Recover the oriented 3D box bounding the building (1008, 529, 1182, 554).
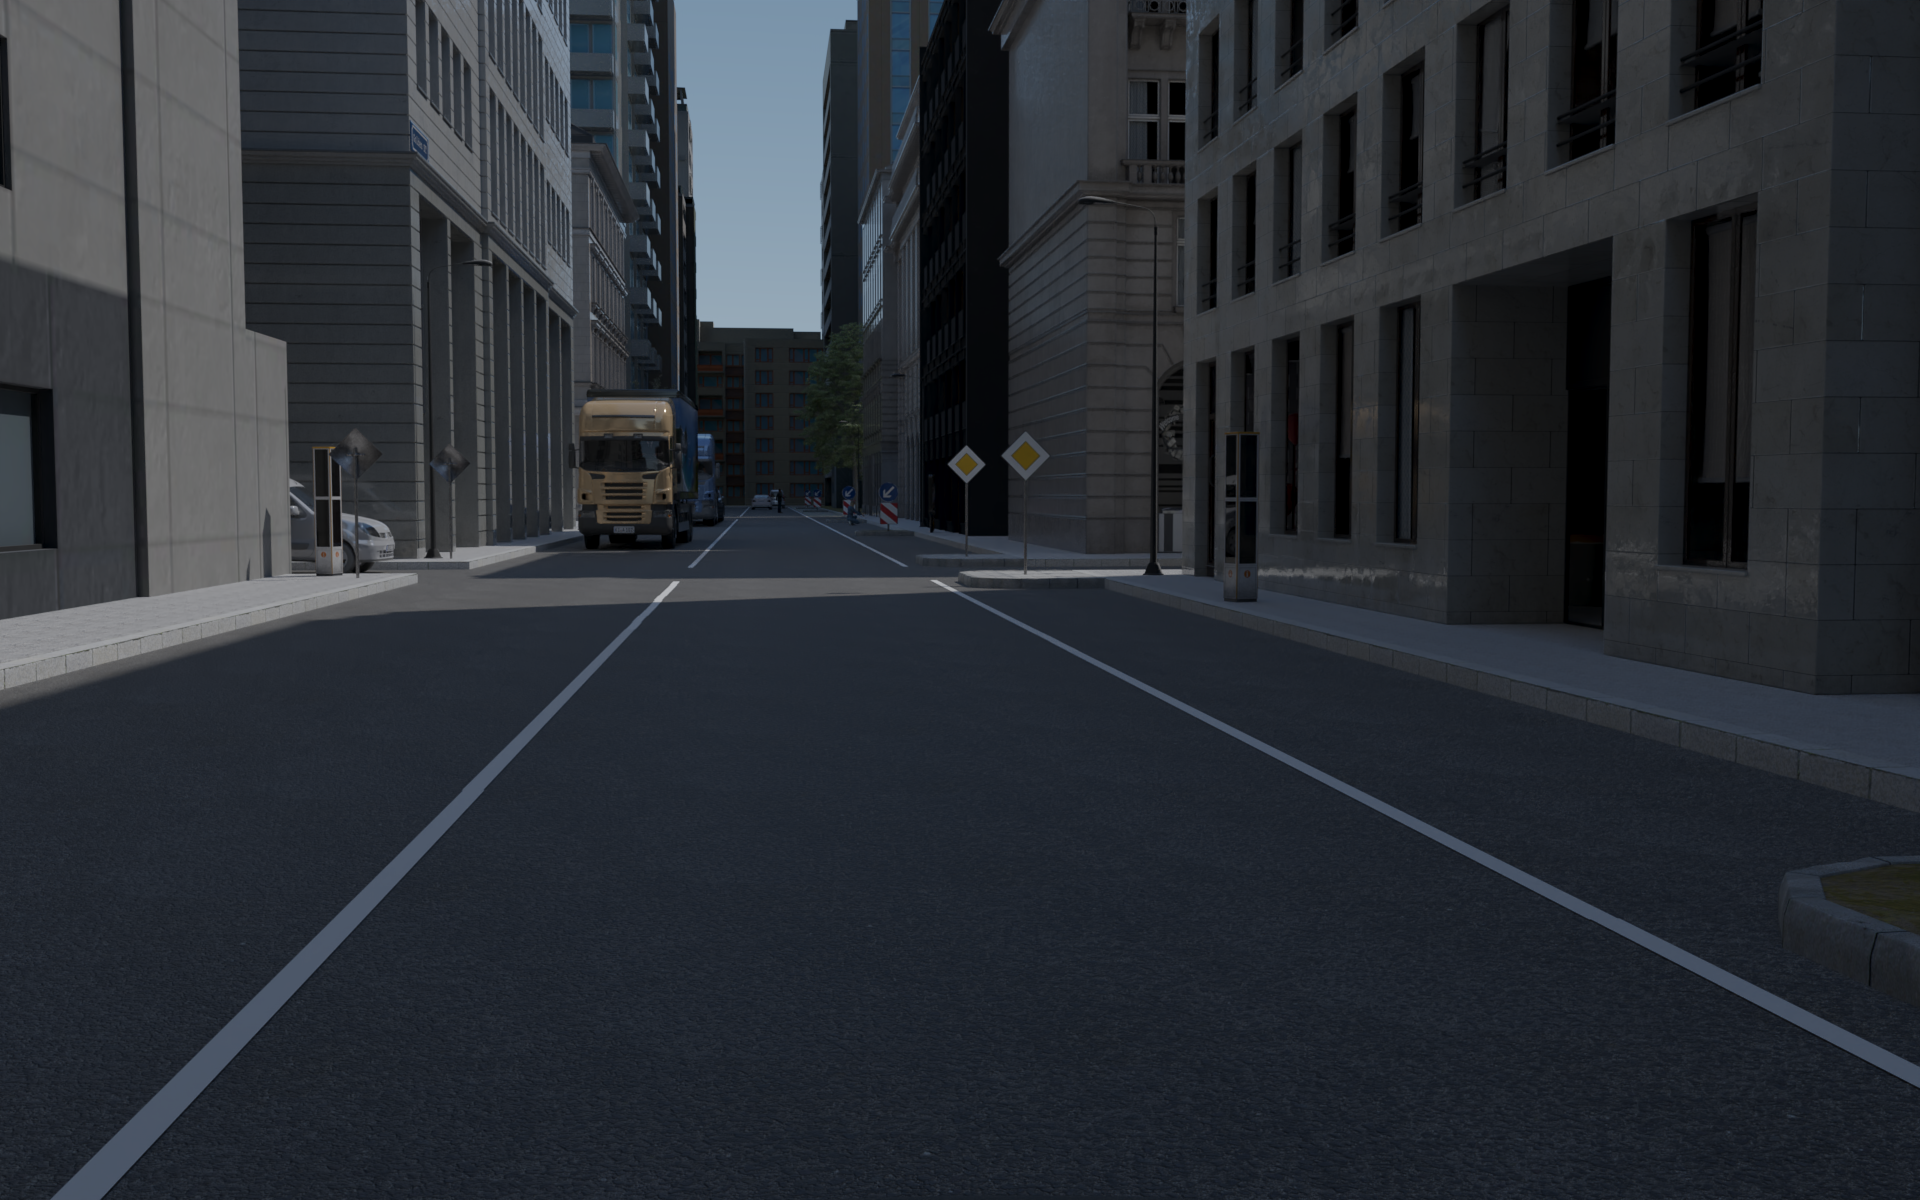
[{"bbox_3d":[13.483,-12.328,43.367,24.055,21.916,13.314,0,4,-6],"label":"building"}]

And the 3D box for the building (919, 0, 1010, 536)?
[{"bbox_3d":[5.424,-14.115,60.461,12.332,23.373,15.834,0,4,-6],"label":"building"}]

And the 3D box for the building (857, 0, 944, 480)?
[{"bbox_3d":[-0.141,-29.117,126.166,14.600,45.320,14.200,0,4,-6],"label":"building"}]

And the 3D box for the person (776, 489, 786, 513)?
[{"bbox_3d":[-13.610,-7.491,130.995,0.705,1.821,1.348,-3,4,-36],"label":"person"}]

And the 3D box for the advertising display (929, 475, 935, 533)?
[{"bbox_3d":[-0.931,-3.214,57.766,0.123,1.923,0.974,0,4,5],"label":"advertising display"}]

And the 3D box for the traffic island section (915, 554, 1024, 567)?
[{"bbox_3d":[0.154,-0.811,35.538,2.009,0.180,2.903,0,4,-6],"label":"traffic island section"}]

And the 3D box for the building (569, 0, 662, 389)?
[{"bbox_3d":[-32.900,-30.746,122.304,23.786,49.044,30.456,0,4,-6],"label":"building"}]

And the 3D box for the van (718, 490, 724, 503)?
[{"bbox_3d":[-21.962,-8.978,153.809,2.013,2.044,4.112,0,4,-8],"label":"van"}]

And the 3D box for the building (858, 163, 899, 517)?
[{"bbox_3d":[-0.609,-15.464,101.982,9.793,20.994,18.267,0,4,-6],"label":"building"}]

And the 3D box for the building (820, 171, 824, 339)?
[{"bbox_3d":[-8.962,-31.678,201.525,14.086,41.232,14.154,0,4,-6],"label":"building"}]

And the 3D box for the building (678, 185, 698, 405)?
[{"bbox_3d":[-31.727,-23.793,160.716,14.160,30.474,14.107,0,4,-6],"label":"building"}]

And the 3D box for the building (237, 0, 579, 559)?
[{"bbox_3d":[-17.752,-16.506,47.362,11.434,29.767,29.804,0,4,-6],"label":"building"}]

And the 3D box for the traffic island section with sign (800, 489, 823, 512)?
[{"bbox_3d":[-11.417,-7.846,136.914,1.989,1.847,2.006,0,4,-6],"label":"traffic island section with sign"}]

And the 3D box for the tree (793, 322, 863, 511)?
[{"bbox_3d":[-7.349,-12.036,114.912,7.486,12.596,7.792,0,3,0],"label":"tree"}]

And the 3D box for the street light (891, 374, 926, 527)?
[{"bbox_3d":[-1.958,-5.779,67.034,1.470,5.913,1.316,0,4,-6],"label":"street light"}]

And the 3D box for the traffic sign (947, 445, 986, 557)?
[{"bbox_3d":[0.132,-1.946,35.458,0.795,2.450,0.064,0,4,-6],"label":"traffic sign"}]

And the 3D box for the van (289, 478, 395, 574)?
[{"bbox_3d":[-12.281,-1.466,30.978,4.112,2.044,2.013,0,4,-5],"label":"van"}]

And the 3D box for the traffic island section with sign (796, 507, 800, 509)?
[{"bbox_3d":[-14.579,-9.534,164.504,1.989,1.847,2.006,0,4,-6],"label":"traffic island section with sign"}]

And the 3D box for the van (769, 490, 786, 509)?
[{"bbox_3d":[-18.285,-10.121,172.495,2.013,2.044,4.112,0,4,-7],"label":"van"}]

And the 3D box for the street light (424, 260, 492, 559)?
[{"bbox_3d":[-9.971,-3.786,34.435,1.470,5.913,1.316,0,4,-6],"label":"street light"}]

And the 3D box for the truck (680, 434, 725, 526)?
[{"bbox_3d":[-12.816,-5.729,83.423,2.967,4.110,18.799,0,4,-6],"label":"truck"}]

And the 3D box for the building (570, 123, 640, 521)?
[{"bbox_3d":[-21.949,-14.162,82.464,10.553,20.767,40.483,0,4,-6],"label":"building"}]

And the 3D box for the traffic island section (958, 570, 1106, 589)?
[{"bbox_3d":[1.060,-0.326,27.604,2.009,0.180,2.903,0,4,-6],"label":"traffic island section"}]

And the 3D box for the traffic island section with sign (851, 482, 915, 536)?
[{"bbox_3d":[-2.636,-3.143,60.020,1.989,1.847,2.006,0,4,-6],"label":"traffic island section with sign"}]

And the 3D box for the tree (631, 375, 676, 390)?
[{"bbox_3d":[-19.252,-9.590,107.165,4.360,8.622,3.978,0,3,0],"label":"tree"}]

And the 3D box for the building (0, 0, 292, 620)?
[{"bbox_3d":[-19.908,-35.250,14.597,20.611,71.187,20.563,0,4,-6],"label":"building"}]

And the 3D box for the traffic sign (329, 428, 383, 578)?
[{"bbox_3d":[-9.192,-1.391,26.381,0.795,2.450,0.064,0,4,-6],"label":"traffic sign"}]

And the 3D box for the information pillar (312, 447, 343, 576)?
[{"bbox_3d":[-9.899,-1.384,27.127,0.304,2.012,0.304,1,4,13],"label":"information pillar"}]

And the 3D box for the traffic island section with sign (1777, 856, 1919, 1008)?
[{"bbox_3d":[3.635,0.215,5.111,1.989,1.847,2.006,0,4,-6],"label":"traffic island section with sign"}]

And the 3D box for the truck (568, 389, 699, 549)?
[{"bbox_3d":[-8.928,-3.653,48.640,2.839,4.237,11.283,0,4,-5],"label":"truck"}]

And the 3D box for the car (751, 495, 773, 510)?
[{"bbox_3d":[-18.120,-8.937,158.485,2.083,1.381,4.827,0,4,-6],"label":"car"}]

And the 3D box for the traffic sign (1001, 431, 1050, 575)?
[{"bbox_3d":[1.038,-1.461,27.524,0.795,2.450,0.064,0,4,-6],"label":"traffic sign"}]

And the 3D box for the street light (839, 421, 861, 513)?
[{"bbox_3d":[-6.985,-8.422,110.245,1.470,5.913,1.316,0,4,-6],"label":"street light"}]

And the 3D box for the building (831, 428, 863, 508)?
[{"bbox_3d":[0.588,-51.132,148.675,22.319,86.520,31.000,0,4,-6],"label":"building"}]

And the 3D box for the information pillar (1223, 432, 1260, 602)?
[{"bbox_3d":[3.347,-0.986,20.607,0.304,2.012,0.304,-2,4,-23],"label":"information pillar"}]

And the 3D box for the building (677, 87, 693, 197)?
[{"bbox_3d":[-34.091,-30.107,175.840,14.086,41.232,14.154,0,4,-6],"label":"building"}]

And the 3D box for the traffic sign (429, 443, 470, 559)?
[{"bbox_3d":[-10.098,-1.876,34.315,0.795,2.450,0.064,0,4,-6],"label":"traffic sign"}]

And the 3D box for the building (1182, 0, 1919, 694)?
[{"bbox_3d":[9.659,-10.066,19.332,10.420,20.320,16.860,0,4,-6],"label":"building"}]

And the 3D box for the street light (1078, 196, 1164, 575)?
[{"bbox_3d":[2.533,-3.347,27.266,1.470,5.913,1.316,0,4,-6],"label":"street light"}]

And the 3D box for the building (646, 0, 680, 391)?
[{"bbox_3d":[-30.912,-30.273,145.075,14.600,45.320,14.200,0,4,-6],"label":"building"}]

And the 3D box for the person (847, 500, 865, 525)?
[{"bbox_3d":[-4.881,-4.008,79.530,0.738,1.151,1.012,-1,4,-23],"label":"person"}]

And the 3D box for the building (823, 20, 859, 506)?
[{"bbox_3d":[-2.816,-33.772,175.867,21.300,48.544,21.600,0,4,-6],"label":"building"}]

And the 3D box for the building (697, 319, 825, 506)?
[{"bbox_3d":[-30.983,-22.049,205.534,28.899,21.520,27.650,0,4,-6],"label":"building"}]

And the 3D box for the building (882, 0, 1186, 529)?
[{"bbox_3d":[3.821,-14.642,81.200,13.314,21.916,24.055,0,4,-6],"label":"building"}]

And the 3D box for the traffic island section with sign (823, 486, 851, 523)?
[{"bbox_3d":[-5.706,-4.783,86.832,1.989,1.847,2.006,0,4,-6],"label":"traffic island section with sign"}]
